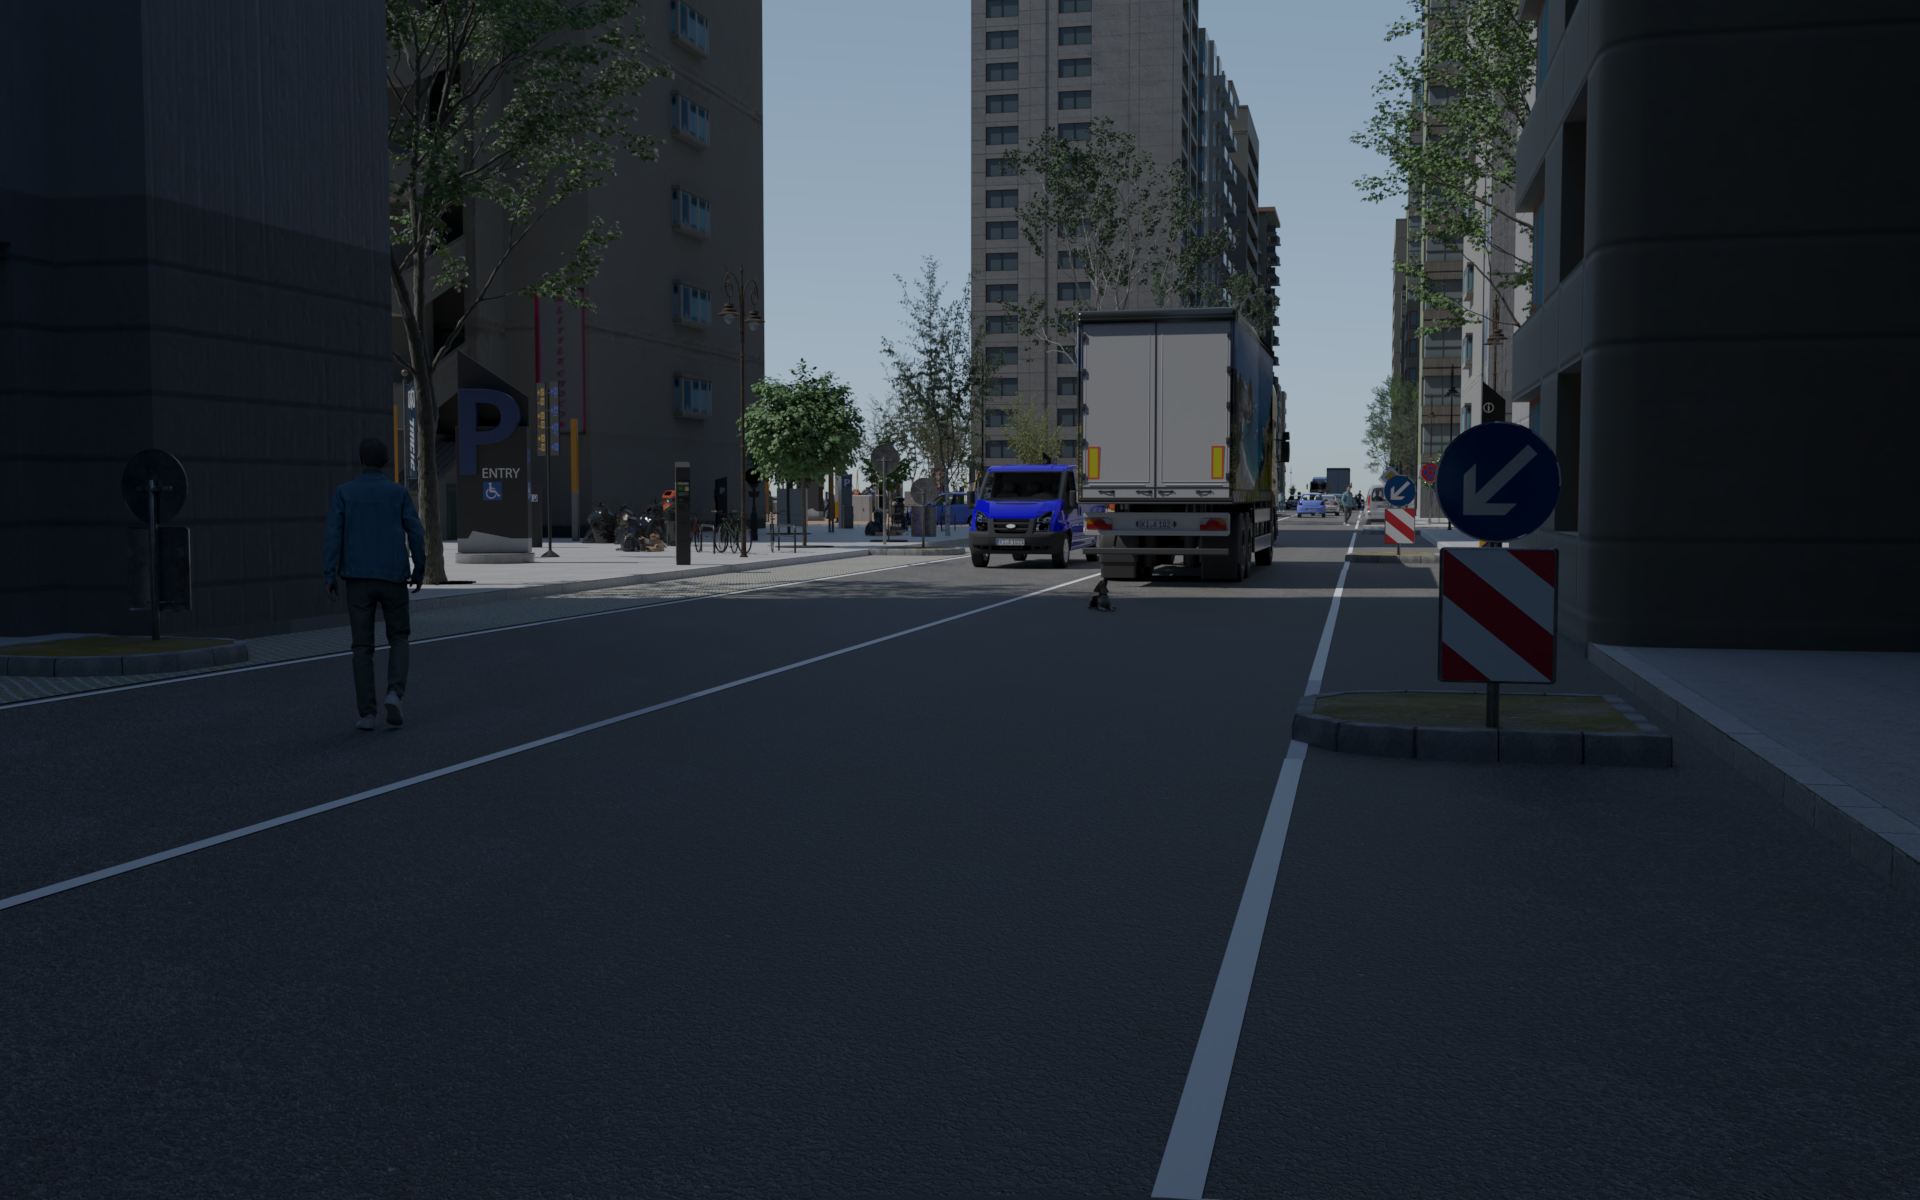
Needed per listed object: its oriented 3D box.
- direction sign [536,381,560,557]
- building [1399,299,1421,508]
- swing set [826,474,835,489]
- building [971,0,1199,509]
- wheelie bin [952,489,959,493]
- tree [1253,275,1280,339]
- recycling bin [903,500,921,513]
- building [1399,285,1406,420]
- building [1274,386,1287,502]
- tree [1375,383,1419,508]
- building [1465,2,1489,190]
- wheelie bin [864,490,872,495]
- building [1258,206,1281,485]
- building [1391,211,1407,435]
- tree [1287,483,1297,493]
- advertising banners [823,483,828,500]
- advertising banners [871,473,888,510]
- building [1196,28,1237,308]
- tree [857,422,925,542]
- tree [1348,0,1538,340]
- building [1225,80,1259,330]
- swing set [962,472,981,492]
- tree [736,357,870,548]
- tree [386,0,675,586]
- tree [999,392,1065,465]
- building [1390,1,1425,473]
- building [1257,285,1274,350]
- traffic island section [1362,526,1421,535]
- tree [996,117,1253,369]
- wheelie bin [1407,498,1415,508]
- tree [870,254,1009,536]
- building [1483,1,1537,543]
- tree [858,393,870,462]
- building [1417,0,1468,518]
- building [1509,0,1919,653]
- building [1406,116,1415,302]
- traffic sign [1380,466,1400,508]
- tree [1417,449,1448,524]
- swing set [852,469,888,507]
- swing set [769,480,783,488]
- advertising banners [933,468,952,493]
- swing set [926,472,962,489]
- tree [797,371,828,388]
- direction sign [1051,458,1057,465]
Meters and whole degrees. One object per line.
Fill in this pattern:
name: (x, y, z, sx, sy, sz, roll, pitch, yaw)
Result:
direction sign: (-8.340, -2.639, 35.145, 0.379, 3.537, 0.876, -3, 5, -42)
building: (56.357, -19.560, 164.841, 27.650, 21.520, 28.899, 1, 4, 13)
swing set: (-9.573, -8.502, 136.623, 2.862, 2.851, 3.119, 2, 4, 28)
building: (13.207, -44.012, 157.845, 20.563, 71.187, 20.611, 1, 4, 13)
wheelie bin: (-0.294, -6.370, 112.053, 0.693, 1.594, 0.980, -2, 4, -27)
tree: (17.731, -17.115, 135.716, 12.611, 20.169, 13.585, 0, 3, 0)
recycling bin: (-2.178, -4.061, 78.954, 0.722, 1.027, 0.722, 0, 4, 6)
building: (67.507, -28.487, 237.462, 14.160, 30.474, 14.107, 1, 4, 13)
building: (39.556, -27.087, 287.907, 27.650, 21.520, 28.899, 1, 4, 13)
tree: (28.918, -9.837, 111.202, 4.360, 8.622, 3.978, 0, 3, 0)
building: (33.250, -27.620, 75.281, 21.600, 48.544, 21.300, 1, 4, 13)
wheelie bin: (-6.852, -7.525, 130.939, 0.693, 1.594, 0.980, -3, 5, -41)
building: (36.125, -36.928, 258.392, 22.147, 44.769, 28.867, 1, 4, 13)
building: (82.046, -40.411, 284.426, 21.300, 48.544, 21.600, 1, 4, 13)
tree: (58.107, -18.826, 302.401, 1.663, 3.219, 1.824, 0, 3, 0)
advertising banners: (-8.356, -6.873, 108.554, 0.090, 3.025, 2.074, 1, 4, 12)
advertising banners: (-5.802, -8.001, 126.998, 2.074, 3.025, 0.090, 3, 4, 39)
building: (17.416, -34.502, 183.711, 23.786, 49.044, 30.456, 1, 4, 13)
tree: (-2.033, -3.170, 46.425, 1.663, 3.219, 1.824, 0, 3, 0)
tree: (9.985, -6.269, 28.246, 9.928, 11.665, 9.643, 0, 3, 0)
building: (24.431, -35.784, 208.770, 21.300, 48.544, 21.600, 1, 4, 13)
swing set: (2.386, -7.398, 118.583, 3.119, 2.851, 2.862, 2, 4, 32)
tree: (-3.762, -3.548, 41.719, 4.285, 4.588, 4.351, 0, 3, 0)
tree: (-7.657, -6.032, 24.379, 9.928, 11.665, 9.643, 0, 3, 0)
tree: (4.903, -10.679, 124.960, 4.737, 8.622, 4.395, 0, 3, 0)
building: (76.062, -57.776, 257.311, 22.319, 86.520, 31.000, 1, 4, 13)
building: (35.322, -28.458, 236.991, 14.160, 30.474, 14.107, 1, 4, 13)
traffic island section: (15.528, -2.453, 62.388, 2.009, 0.180, 2.903, 1, 4, 13)
tree: (7.758, -14.021, 85.133, 12.611, 20.169, 13.585, 0, 3, 0)
wheelie bin: (33.451, -7.390, 128.734, 0.693, 1.594, 0.980, 0, 4, 5)
tree: (-0.388, -6.276, 52.969, 4.360, 8.622, 3.978, 0, 3, 0)
building: (24.480, -30.663, 43.336, 21.231, 58.520, 28.212, 1, 4, 13)
tree: (-5.628, -10.574, 123.243, 4.360, 8.622, 3.978, 0, 3, 0)
building: (32.892, -25.228, 96.072, 14.154, 41.232, 14.086, 1, 4, 13)
building: (17.540, -9.811, 5.444, 27.650, 21.520, 28.899, 1, 4, 13)
building: (55.226, -30.761, 186.533, 14.154, 41.232, 14.086, 1, 4, 13)
traffic sign: (15.504, -3.589, 62.316, 0.795, 2.450, 0.064, 1, 4, 13)
tree: (20.650, -4.922, 75.077, 1.663, 3.219, 1.824, 0, 3, 0)
swing set: (-4.997, -6.876, 110.048, 3.119, 2.851, 2.862, 0, 4, 2)
swing set: (-10.070, -5.294, 84.169, 3.119, 2.851, 2.862, 2, 4, 24)
advertising banners: (-0.774, -7.428, 117.634, 2.074, 3.025, 0.090, 0, 4, 7)
swing set: (-0.839, -7.680, 123.181, 3.119, 2.851, 2.862, 0, 4, -3)
tree: (-8.745, -9.340, 103.063, 4.737, 8.622, 4.395, 0, 3, 0)
direction sign: (5.856, -7.237, 110.326, 0.379, 3.537, 0.876, -3, 4, -38)
